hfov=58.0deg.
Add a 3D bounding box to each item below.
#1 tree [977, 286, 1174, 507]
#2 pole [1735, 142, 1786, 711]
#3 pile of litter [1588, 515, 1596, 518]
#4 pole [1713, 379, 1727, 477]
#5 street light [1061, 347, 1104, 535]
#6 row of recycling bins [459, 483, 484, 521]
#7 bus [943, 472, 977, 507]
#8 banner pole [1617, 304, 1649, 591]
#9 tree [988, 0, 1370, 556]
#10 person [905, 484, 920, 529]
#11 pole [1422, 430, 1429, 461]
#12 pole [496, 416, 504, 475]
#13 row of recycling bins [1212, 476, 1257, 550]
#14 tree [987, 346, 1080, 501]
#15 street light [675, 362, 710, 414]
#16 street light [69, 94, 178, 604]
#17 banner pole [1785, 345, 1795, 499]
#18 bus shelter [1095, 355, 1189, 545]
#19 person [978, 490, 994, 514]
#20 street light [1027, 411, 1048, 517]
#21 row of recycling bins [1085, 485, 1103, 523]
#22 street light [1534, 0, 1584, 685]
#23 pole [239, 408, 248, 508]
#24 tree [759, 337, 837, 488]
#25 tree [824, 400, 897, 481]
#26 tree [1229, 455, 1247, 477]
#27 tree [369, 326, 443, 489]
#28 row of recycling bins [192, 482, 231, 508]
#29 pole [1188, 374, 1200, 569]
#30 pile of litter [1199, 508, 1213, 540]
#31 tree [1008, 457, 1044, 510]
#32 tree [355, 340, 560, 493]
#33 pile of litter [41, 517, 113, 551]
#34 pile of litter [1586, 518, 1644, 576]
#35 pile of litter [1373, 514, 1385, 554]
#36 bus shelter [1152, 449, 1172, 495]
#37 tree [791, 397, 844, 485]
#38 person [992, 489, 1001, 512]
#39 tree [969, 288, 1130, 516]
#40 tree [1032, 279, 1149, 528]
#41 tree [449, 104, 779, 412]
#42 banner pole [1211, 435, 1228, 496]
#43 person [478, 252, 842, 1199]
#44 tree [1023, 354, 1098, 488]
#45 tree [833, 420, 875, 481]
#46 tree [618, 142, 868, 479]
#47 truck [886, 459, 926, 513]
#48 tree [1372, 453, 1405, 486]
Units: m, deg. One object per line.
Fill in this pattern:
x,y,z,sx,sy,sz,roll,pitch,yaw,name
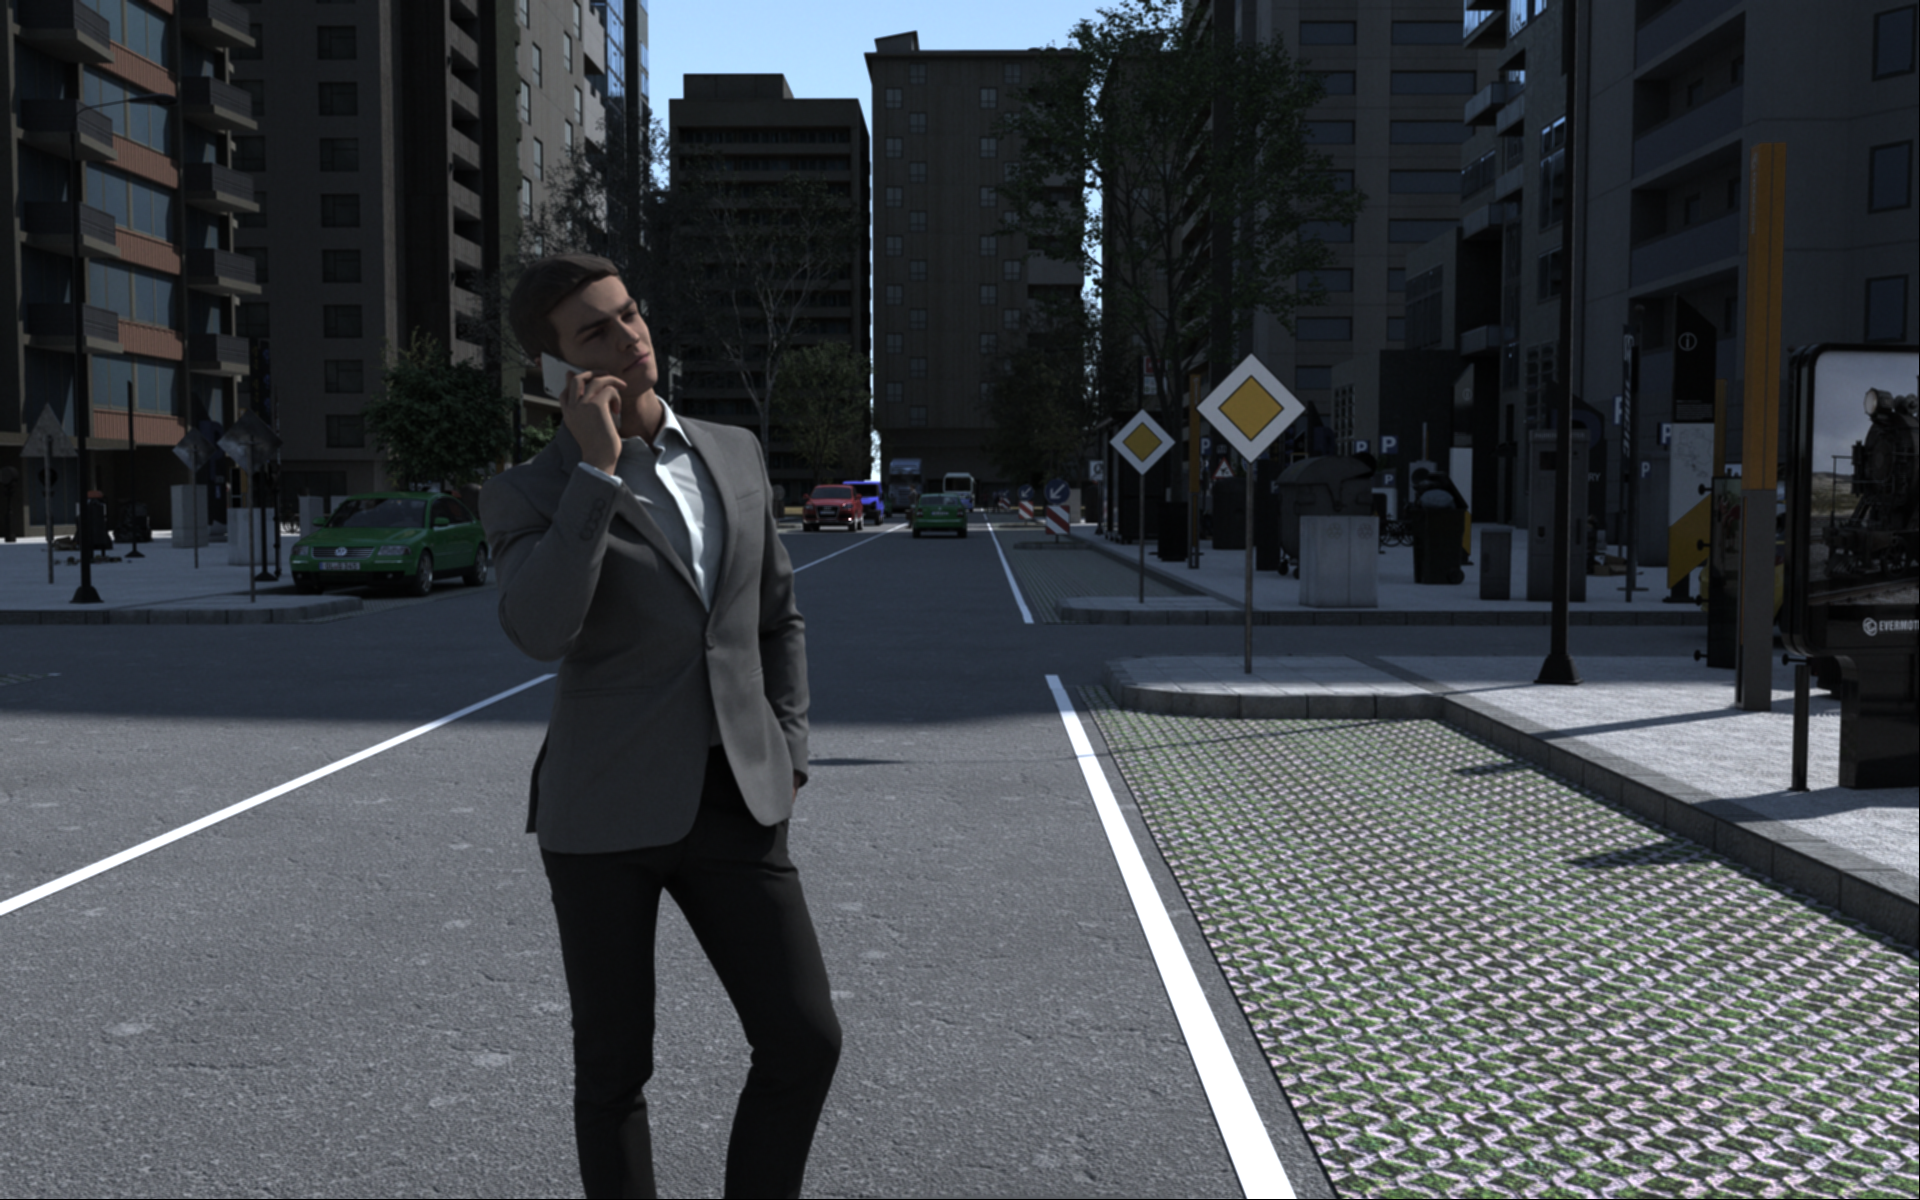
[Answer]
5.360,-8.817,78.565,8.767,10.594,7.601,0,4,-6,tree
4.716,-1.001,10.205,0.158,3.312,0.155,0,3,0,pole
13.059,-1.391,36.701,1.176,0.858,1.719,1,4,19,pile of litter
13.460,-2.255,30.718,0.158,3.312,0.155,0,3,0,pole
3.888,-5.032,54.820,1.470,5.913,1.316,0,4,1,street light
-17.455,-3.537,64.940,1.069,1.692,3.534,2,4,25,row of recycling bins
-0.032,-10.028,158.810,2.948,3.499,13.247,0,4,1,bus
8.826,-2.005,22.800,0.401,3.779,0.863,3,4,39,banner pole
4.402,-6.754,36.187,9.928,11.665,9.643,0,3,0,tree
-1.907,-3.863,71.622,0.822,1.834,0.622,-1,4,-20,person
14.924,-3.778,55.617,0.158,3.312,0.155,0,3,0,pole
-11.580,-3.045,43.633,0.158,3.312,0.155,0,3,0,pole
6.584,-2.099,41.432,1.069,1.692,3.534,1,4,14,row of recycling bins
5.791,-13.146,133.060,7.486,12.596,7.792,0,3,0,tree
-9.425,-5.407,60.943,1.470,5.913,1.316,0,4,1,street light
-9.773,-2.919,20.260,1.470,5.913,1.316,0,4,1,street light
13.913,-2.382,28.968,0.401,3.779,0.863,1,4,11,banner pole
4.918,-4.291,47.797,2.179,5.291,8.768,0,4,1,bus shelter
1.891,-7.202,126.965,1.217,1.743,0.721,1,4,13,person
4.234,-7.515,95.406,1.470,5.913,1.316,0,4,1,street light
7.306,-4.274,76.992,3.534,1.692,1.069,-1,4,-15,row of recycling bins
3.533,-2.390,11.617,1.470,5.913,1.316,0,4,1,street light
-17.018,-2.898,41.224,0.158,3.312,0.155,0,3,0,pole
-9.351,-11.502,113.817,9.928,11.665,9.643,0,3,0,tree
-10.210,-14.570,172.632,8.767,10.594,7.601,1,4,8,tree
12.384,-4.981,76.047,1.663,3.219,1.824,0,3,0,tree
-24.264,-7.725,76.671,4.737,8.622,4.395,0,3,0,tree
-24.118,-2.981,55.848,1.069,1.692,3.534,-1,4,-11,row of recycling bins
4.010,-2.190,29.658,0.158,3.312,0.155,0,3,0,pole
7.266,-2.127,48.740,1.719,0.858,1.176,-2,4,-32,pile of litter
5.675,-9.590,140.505,4.285,4.588,4.351,0,3,0,tree
-11.113,-3.265,37.096,4.285,4.588,4.351,0,3,0,tree
-20.171,-1.567,39.587,1.176,0.858,1.719,3,5,40,pile of litter
10.104,-0.828,27.502,1.719,0.858,1.176,-1,4,-8,pile of litter
8.679,-1.448,37.632,1.176,0.858,1.719,1,4,22,pile of litter
7.434,-4.652,67.347,1.731,3.624,6.357,0,4,0,bus shelter
-10.540,-10.973,129.765,4.737,8.622,4.395,0,3,0,tree
2.864,-7.879,137.192,0.709,1.838,0.599,0,4,3,person
5.223,-11.818,103.595,12.009,13.543,11.850,0,3,0,tree
4.732,-6.674,59.490,4.360,8.622,3.978,0,3,0,tree
-10.492,-8.784,53.983,12.009,13.543,11.850,0,3,0,tree
10.901,-5.090,73.234,0.863,3.779,0.401,1,4,15,banner pole
-0.455,0.360,2.788,0.592,1.802,0.473,-1,4,-20,person
4.967,-8.335,86.634,4.737,8.622,4.395,0,3,0,tree
-10.242,-12.958,162.225,4.360,8.622,3.978,0,3,0,tree
-11.944,-14.618,94.897,12.611,20.169,13.585,0,3,0,tree
-3.959,-9.000,136.906,2.967,4.110,18.799,0,4,1,truck
16.949,-4.595,69.733,1.663,3.219,1.824,0,3,0,tree
